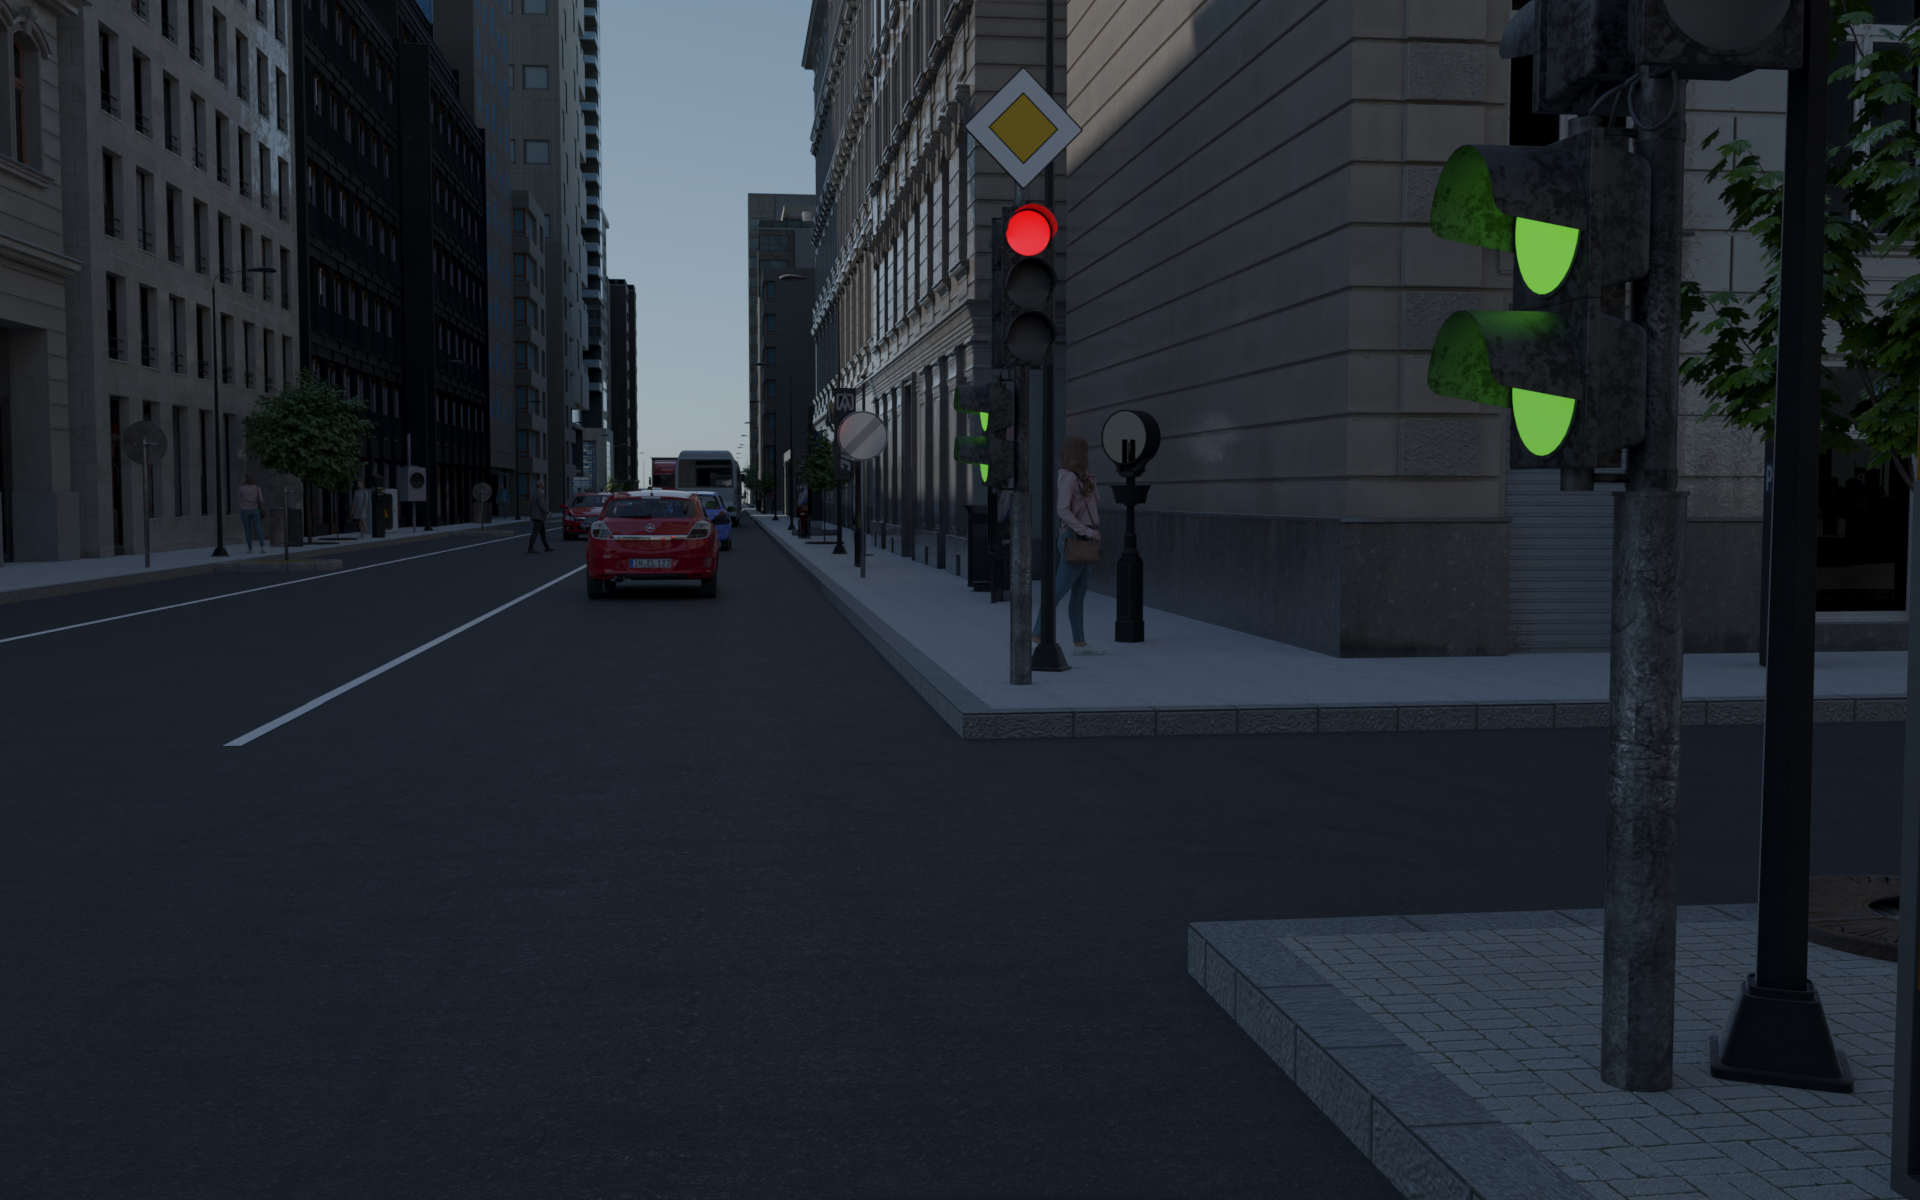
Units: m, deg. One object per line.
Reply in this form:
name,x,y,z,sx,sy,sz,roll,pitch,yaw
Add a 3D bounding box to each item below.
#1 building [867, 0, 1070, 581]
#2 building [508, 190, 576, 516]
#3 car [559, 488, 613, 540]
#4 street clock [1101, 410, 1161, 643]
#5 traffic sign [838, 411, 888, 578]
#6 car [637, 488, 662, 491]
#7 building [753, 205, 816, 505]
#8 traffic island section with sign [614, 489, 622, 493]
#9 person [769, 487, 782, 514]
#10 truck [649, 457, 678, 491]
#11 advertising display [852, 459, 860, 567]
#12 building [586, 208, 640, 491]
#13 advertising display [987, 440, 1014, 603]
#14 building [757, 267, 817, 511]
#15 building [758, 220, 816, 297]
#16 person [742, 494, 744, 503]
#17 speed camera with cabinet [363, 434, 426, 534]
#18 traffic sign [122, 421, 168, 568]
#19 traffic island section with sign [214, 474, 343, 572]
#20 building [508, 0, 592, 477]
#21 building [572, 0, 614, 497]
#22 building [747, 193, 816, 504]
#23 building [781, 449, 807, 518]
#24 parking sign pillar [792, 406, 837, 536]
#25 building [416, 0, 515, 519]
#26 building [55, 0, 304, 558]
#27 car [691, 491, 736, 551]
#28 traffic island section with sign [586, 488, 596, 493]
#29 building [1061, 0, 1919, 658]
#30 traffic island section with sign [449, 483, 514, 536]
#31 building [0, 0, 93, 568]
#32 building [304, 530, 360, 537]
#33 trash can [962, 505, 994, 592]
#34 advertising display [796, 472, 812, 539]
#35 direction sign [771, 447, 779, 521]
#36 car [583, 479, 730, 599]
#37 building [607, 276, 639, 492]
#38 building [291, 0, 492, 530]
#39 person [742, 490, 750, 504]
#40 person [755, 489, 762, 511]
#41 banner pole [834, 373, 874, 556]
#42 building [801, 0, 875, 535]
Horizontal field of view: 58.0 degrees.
building,3.609,-11.329,34.380,9.793,20.994,18.267,0,4,-8
building,-40.132,-16.286,111.312,27.650,21.520,28.899,0,4,-8
car,-11.631,-2.825,55.232,2.155,1.783,4.494,0,4,-8
street clock,1.474,-0.637,14.982,0.471,2.002,0.358,3,5,39
traffic sign,-1.492,-1.619,26.577,0.768,2.556,0.104,0,4,-7
car,-18.534,-5.805,103.583,2.281,1.827,5.304,-1,4,-9
building,-10.228,-32.297,219.944,32.217,40.220,23.993,0,4,-8
traffic island section with sign,-26.721,-7.778,135.802,1.989,1.847,2.006,0,4,-8
person,-12.176,-6.552,113.886,1.217,1.743,0.721,3,5,42
truck,-22.562,-8.869,133.915,2.839,4.237,11.283,-1,4,-9
advertising display,-1.831,-1.561,30.729,0.123,1.923,0.974,0,4,-7
building,-55.358,-31.597,208.490,32.217,40.220,23.993,0,4,-8
advertising display,0.511,-0.948,20.719,0.123,1.923,0.974,1,4,16
building,-3.210,-18.553,148.376,27.650,21.520,28.899,0,4,-8
building,-14.486,-25.282,185.067,14.160,30.474,14.107,0,4,-8
person,-29.697,-13.978,237.818,0.421,1.427,0.697,3,4,38
speed camera with cabinet,-18.493,-3.808,56.595,0.660,3.252,2.038,3,5,40
traffic sign,-14.180,-1.838,30.155,0.768,2.556,0.104,0,4,-5
traffic island section with sign,-12.864,-1.482,32.859,1.989,1.847,2.006,0,4,-8
building,-44.461,-33.612,138.793,28.713,52.752,27.495,0,4,-8
building,-47.614,-53.074,180.424,22.319,86.520,31.000,0,4,-8
building,-22.013,-33.909,238.013,14.154,41.232,14.086,0,4,-8
building,0.317,-40.349,97.957,20.563,71.187,20.611,0,4,-8
parking sign pillar,-4.508,-3.989,53.692,1.447,3.967,1.447,0,4,-7
building,-31.341,-26.904,89.990,14.600,45.320,14.200,0,4,-8
building,-23.394,-11.423,41.516,10.420,20.320,16.860,0,4,-8
car,-6.786,-2.158,44.874,1.945,1.707,3.694,0,4,-7
traffic island section with sign,-23.045,-6.106,108.467,1.989,1.847,2.006,0,4,-8
building,14.222,-13.615,19.868,25.104,27.353,12.463,0,4,-8
traffic island section with sign,-16.479,-3.126,59.744,1.989,1.847,2.006,0,4,-8
building,-21.837,-14.294,21.097,14.401,28.519,23.554,0,4,-8
building,-26.348,-13.948,57.720,12.332,23.373,15.834,0,4,-8
trash can,0.403,-0.686,22.864,0.748,1.137,0.748,0,3,0
advertising display,-4.490,-2.730,49.848,0.123,1.923,0.974,-2,4,-26
direction sign,-8.969,-5.625,83.970,0.379,3.537,0.876,0,4,-1
car,-4.444,-0.996,25.326,2.155,1.783,4.494,0,4,-8
building,-50.060,-27.950,228.684,14.160,30.474,14.107,0,4,-8
building,-27.558,-14.939,73.928,12.332,23.373,15.834,0,4,-8
person,-28.353,-13.623,228.757,1.348,1.826,0.705,-1,4,-22
person,-14.864,-7.357,127.803,0.593,1.643,0.415,-3,5,-43
banner pole,-2.220,-2.807,35.918,0.863,3.779,0.401,-1,4,-15
building,3.505,-17.682,65.516,17.030,29.872,44.131,0,4,-8
